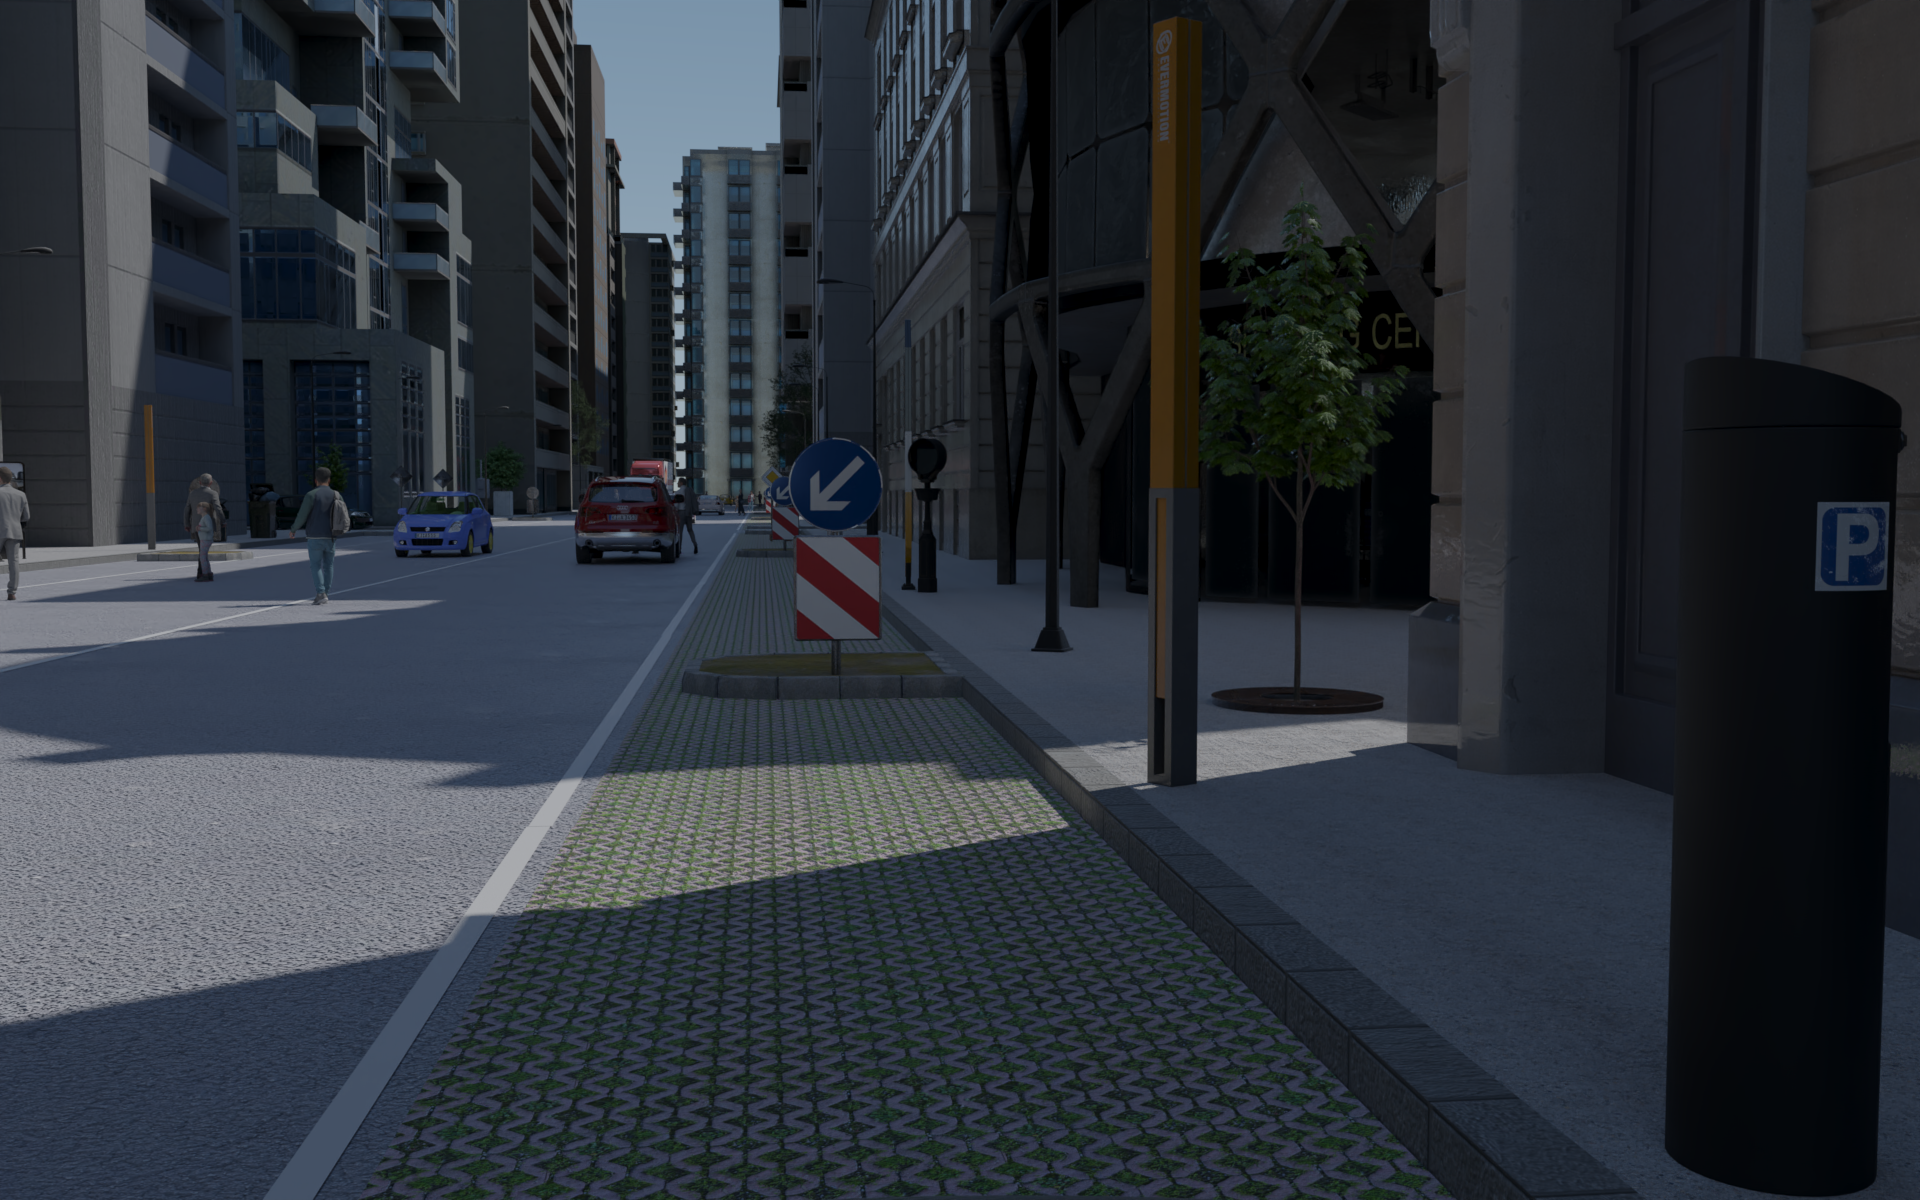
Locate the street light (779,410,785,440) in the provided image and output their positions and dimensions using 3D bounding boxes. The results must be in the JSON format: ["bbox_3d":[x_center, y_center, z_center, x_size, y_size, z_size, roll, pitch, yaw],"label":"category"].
[{"bbox_3d":[-9.131,-7.549,95.962,1.470,5.913,1.316,0,4,-7],"label":"street light"}]

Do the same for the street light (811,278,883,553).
[{"bbox_3d":[-2.388,-3.972,37.485,1.470,5.913,1.316,0,4,-7],"label":"street light"}]

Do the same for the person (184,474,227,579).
[{"bbox_3d":[-12.839,-1.262,29.531,0.661,1.777,0.834,0,4,1],"label":"person"}]

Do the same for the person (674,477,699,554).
[{"bbox_3d":[-6.555,-2.011,41.487,0.679,1.850,0.850,-3,5,-44],"label":"person"}]

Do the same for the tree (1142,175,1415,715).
[{"bbox_3d":[2.164,-0.976,10.561,1.663,3.219,1.824,0,3,0],"label":"tree"}]

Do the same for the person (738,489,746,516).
[{"bbox_3d":[-14.605,-6.521,115.544,0.576,1.772,0.534,2,4,32],"label":"person"}]

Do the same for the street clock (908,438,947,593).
[{"bbox_3d":[-0.424,-1.100,22.549,0.471,2.002,0.358,2,4,33],"label":"street clock"}]

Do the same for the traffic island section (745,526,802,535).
[{"bbox_3d":[-6.685,-2.433,62.060,2.009,0.180,2.903,0,4,-7],"label":"traffic island section"}]

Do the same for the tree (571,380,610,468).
[{"bbox_3d":[-30.834,-12.079,131.901,8.767,10.594,7.601,0,4,-8],"label":"tree"}]

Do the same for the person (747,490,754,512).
[{"bbox_3d":[-16.860,-7.971,139.666,0.563,1.720,0.643,-3,4,-36],"label":"person"}]

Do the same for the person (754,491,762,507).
[{"bbox_3d":[-22.186,-11.107,190.622,0.750,1.759,0.617,-2,4,-31],"label":"person"}]

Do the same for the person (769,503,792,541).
[{"bbox_3d":[-5.351,-2.662,52.124,0.778,1.811,0.616,-3,5,-40],"label":"person"}]

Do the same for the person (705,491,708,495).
[{"bbox_3d":[-28.237,-11.273,193.369,0.434,1.755,0.990,-2,4,-28],"label":"person"}]

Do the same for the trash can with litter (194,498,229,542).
[{"bbox_3d":[-20.082,-2.135,46.290,1.055,1.170,0.624,1,4,16],"label":"trash can with litter"}]

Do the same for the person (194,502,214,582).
[{"bbox_3d":[-12.362,-0.950,28.313,0.425,1.301,0.394,3,5,39],"label":"person"}]

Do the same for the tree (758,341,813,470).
[{"bbox_3d":[-9.155,-10.531,106.590,7.601,10.594,8.767,-3,5,-42],"label":"tree"}]

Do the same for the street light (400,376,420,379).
[{"bbox_3d":[-21.900,-5.847,68.144,1.470,5.913,1.316,0,4,-7],"label":"street light"}]

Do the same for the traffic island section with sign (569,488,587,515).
[{"bbox_3d":[-26.056,-6.831,120.315,1.989,1.847,2.006,0,4,-7],"label":"traffic island section with sign"}]

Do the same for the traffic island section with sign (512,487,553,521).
[{"bbox_3d":[-22.933,-5.161,93.012,1.989,1.847,2.006,0,4,-7],"label":"traffic island section with sign"}]

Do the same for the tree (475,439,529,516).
[{"bbox_3d":[-27.474,-7.361,104.058,4.285,4.588,4.351,0,3,0],"label":"tree"}]

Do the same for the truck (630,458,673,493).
[{"bbox_3d":[-24.600,-9.124,138.088,2.839,4.237,11.283,0,4,-5],"label":"truck"}]

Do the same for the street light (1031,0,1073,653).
[{"bbox_3d":[0.217,-2.533,13.954,1.470,5.913,1.316,0,4,-7],"label":"street light"}]

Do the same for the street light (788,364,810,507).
[{"bbox_3d":[-5.301,-5.475,62.056,1.470,5.913,1.316,0,4,-7],"label":"street light"}]

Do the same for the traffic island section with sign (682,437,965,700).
[{"bbox_3d":[-1.062,-0.264,12.946,1.989,1.847,2.006,0,4,-7],"label":"traffic island section with sign"}]

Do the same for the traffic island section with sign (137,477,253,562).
[{"bbox_3d":[-16.604,-1.784,37.792,1.989,1.847,2.006,0,4,-7],"label":"traffic island section with sign"}]

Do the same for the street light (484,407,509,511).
[{"bbox_3d":[-24.646,-7.305,91.985,1.470,5.913,1.316,0,4,-7],"label":"street light"}]

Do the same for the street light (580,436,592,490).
[{"bbox_3d":[-30.007,-10.202,139.345,1.470,5.913,1.316,0,4,-7],"label":"street light"}]

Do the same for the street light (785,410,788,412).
[{"bbox_3d":[-6.460,-6.110,72.439,1.470,5.913,1.316,0,4,-7],"label":"street light"}]

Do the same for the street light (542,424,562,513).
[{"bbox_3d":[-27.232,-8.745,115.518,1.470,5.913,1.316,0,4,-7],"label":"street light"}]

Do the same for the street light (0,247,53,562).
[{"bbox_3d":[-17.773,-3.679,32.686,1.470,5.913,1.316,0,4,-7],"label":"street light"}]

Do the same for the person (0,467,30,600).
[{"bbox_3d":[-12.956,-0.900,23.413,0.583,1.804,0.606,2,4,31],"label":"person"}]

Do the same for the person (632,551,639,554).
[{"bbox_3d":[-7.868,-2.033,41.868,0.709,1.813,0.853,-3,4,-37],"label":"person"}]

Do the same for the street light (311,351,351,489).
[{"bbox_3d":[-20.421,-5.117,56.212,1.470,5.913,1.316,0,4,-7],"label":"street light"}]

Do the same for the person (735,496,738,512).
[{"bbox_3d":[-17.712,-7.636,137.616,0.475,1.303,0.640,2,4,28],"label":"person"}]

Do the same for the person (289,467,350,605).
[{"bbox_3d":[-8.331,-0.843,22.636,0.721,1.781,0.623,2,4,31],"label":"person"}]

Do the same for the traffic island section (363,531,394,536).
[{"bbox_3d":[-19.543,-2.344,60.598,2.009,0.180,2.903,0,4,-7],"label":"traffic island section"}]
